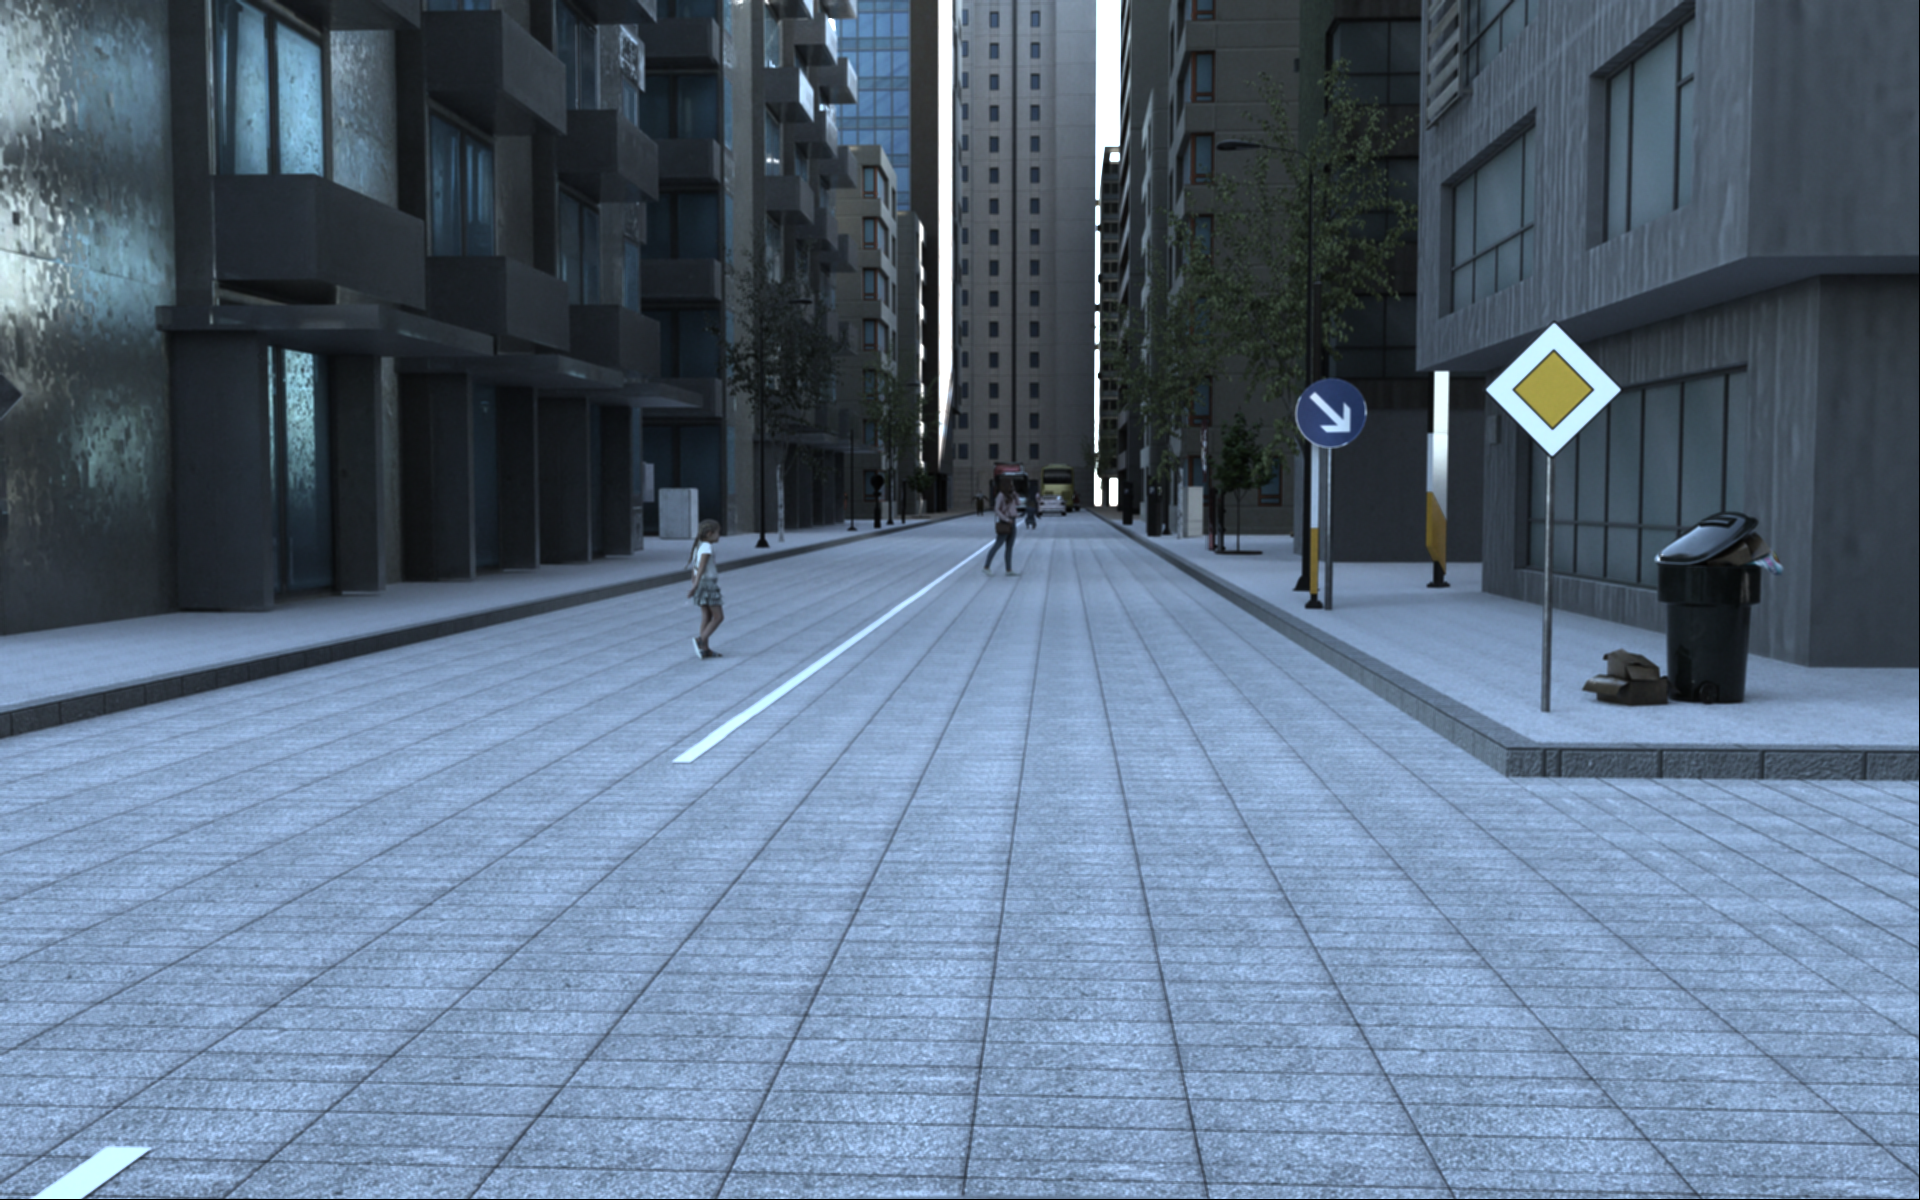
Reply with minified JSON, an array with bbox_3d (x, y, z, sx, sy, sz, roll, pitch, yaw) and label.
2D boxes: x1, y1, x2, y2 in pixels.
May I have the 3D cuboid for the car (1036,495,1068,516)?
[{"bbox_3d":[6.135,-6.300,115.367,2.083,1.381,4.827,0,4,3],"label":"car"}]

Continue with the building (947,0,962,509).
[{"bbox_3d":[-13.512,-34.103,146.828,27.495,52.752,28.713,0,4,3],"label":"building"}]

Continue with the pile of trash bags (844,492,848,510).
[{"bbox_3d":[-7.169,-4.596,84.897,3.447,1.369,1.912,1,4,11],"label":"pile of trash bags"}]

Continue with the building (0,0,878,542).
[{"bbox_3d":[-15.834,-27.193,64.221,23.786,49.044,30.456,0,4,3],"label":"building"}]

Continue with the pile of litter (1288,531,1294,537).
[{"bbox_3d":[10.311,-2.295,51.492,1.176,0.858,1.719,2,4,33],"label":"pile of litter"}]

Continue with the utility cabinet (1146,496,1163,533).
[{"bbox_3d":[6.372,-2.792,56.817,0.306,1.237,1.020,-1,4,-9],"label":"utility cabinet"}]

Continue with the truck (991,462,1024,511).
[{"bbox_3d":[4.341,-10.126,154.471,2.839,4.237,11.283,0,4,3],"label":"truck"}]

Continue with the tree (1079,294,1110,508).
[{"bbox_3d":[6.036,-6.045,49.205,4.737,8.622,4.395,0,3,0],"label":"tree"}]

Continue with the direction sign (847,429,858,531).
[{"bbox_3d":[-3.787,-4.207,60.778,0.379,3.537,0.876,0,4,-5],"label":"direction sign"}]

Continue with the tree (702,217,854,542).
[{"bbox_3d":[-4.786,-5.856,46.103,4.360,8.622,3.978,0,3,0],"label":"tree"}]

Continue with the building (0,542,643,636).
[{"bbox_3d":[-17.528,-24.848,25.871,23.786,49.044,30.456,0,4,3],"label":"building"}]

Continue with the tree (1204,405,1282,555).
[{"bbox_3d":[5.860,-2.593,37.000,1.663,3.219,1.824,0,3,0],"label":"tree"}]

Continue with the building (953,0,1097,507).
[{"bbox_3d":[-0.096,-39.011,179.828,28.212,58.520,21.231,0,4,3],"label":"building"}]

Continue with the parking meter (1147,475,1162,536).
[{"bbox_3d":[5.918,-2.870,52.637,0.399,1.863,0.255,3,5,43],"label":"parking meter"}]

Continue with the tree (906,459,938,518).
[{"bbox_3d":[-2.251,-6.082,94.048,1.663,3.219,1.824,0,3,0],"label":"tree"}]

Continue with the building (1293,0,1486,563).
[{"bbox_3d":[14.323,-16.295,38.117,14.160,30.474,14.107,0,4,3],"label":"building"}]

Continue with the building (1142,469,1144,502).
[{"bbox_3d":[20.916,-40.158,94.830,20.563,71.187,20.611,0,4,3],"label":"building"}]

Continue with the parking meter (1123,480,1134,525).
[{"bbox_3d":[7.027,-4.080,72.417,0.399,1.863,0.255,2,4,32],"label":"parking meter"}]

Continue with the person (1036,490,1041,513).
[{"bbox_3d":[5.551,-6.877,121.875,0.436,1.711,0.756,0,4,2],"label":"person"}]

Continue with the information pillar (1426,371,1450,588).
[{"bbox_3d":[6.543,-1.979,23.706,0.183,3.616,0.504,3,5,40],"label":"information pillar"}]

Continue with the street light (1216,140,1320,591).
[{"bbox_3d":[4.062,-3.079,22.878,1.470,5.913,1.316,0,4,3],"label":"street light"}]

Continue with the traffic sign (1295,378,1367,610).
[{"bbox_3d":[4.087,-1.164,19.130,0.768,2.556,0.104,1,4,13],"label":"traffic sign"}]

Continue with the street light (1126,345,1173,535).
[{"bbox_3d":[5.945,-4.989,54.114,1.470,5.913,1.316,0,4,3],"label":"street light"}]

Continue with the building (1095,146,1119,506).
[{"bbox_3d":[26.477,-30.076,183.623,23.993,40.220,32.217,0,4,3],"label":"building"}]

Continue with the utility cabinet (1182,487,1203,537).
[{"bbox_3d":[6.851,-2.618,51.487,0.318,1.500,1.173,2,4,30],"label":"utility cabinet"}]

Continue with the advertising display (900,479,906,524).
[{"bbox_3d":[-2.463,-4.269,75.017,0.123,1.923,0.974,-1,4,-8],"label":"advertising display"}]

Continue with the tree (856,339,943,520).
[{"bbox_3d":[-3.092,-8.121,83.148,4.737,8.622,4.395,0,3,0],"label":"tree"}]

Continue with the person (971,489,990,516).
[{"bbox_3d":[1.328,-6.347,113.010,1.217,1.736,0.721,-1,4,-10],"label":"person"}]

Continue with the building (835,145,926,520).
[{"bbox_3d":[-16.880,-15.666,101.182,27.650,21.520,28.899,0,4,3],"label":"building"}]

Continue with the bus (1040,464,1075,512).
[{"bbox_3d":[7.848,-9.047,139.461,2.896,3.916,12.252,0,4,3],"label":"bus"}]

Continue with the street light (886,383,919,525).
[{"bbox_3d":[-2.391,-6.117,72.558,1.470,5.913,1.316,0,4,3],"label":"street light"}]

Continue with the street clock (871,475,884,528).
[{"bbox_3d":[-3.115,-3.713,65.269,0.471,2.002,0.358,-3,4,-37],"label":"street clock"}]

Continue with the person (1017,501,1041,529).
[{"bbox_3d":[2.831,-3.509,71.376,1.012,1.151,0.738,0,4,4],"label":"person"}]

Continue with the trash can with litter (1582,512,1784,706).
[{"bbox_3d":[4.432,0.046,10.640,1.055,1.170,0.624,-1,4,-18],"label":"trash can with litter"}]

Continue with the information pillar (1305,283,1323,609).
[{"bbox_3d":[4.011,-1.722,19.504,0.183,3.616,0.504,1,4,13],"label":"information pillar"}]

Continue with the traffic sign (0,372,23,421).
[{"bbox_3d":[-6.178,-0.433,10.726,0.795,2.450,0.064,0,4,3],"label":"traffic sign"}]

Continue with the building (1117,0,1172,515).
[{"bbox_3d":[21.779,-30.174,117.050,21.300,48.544,21.600,0,4,3],"label":"building"}]

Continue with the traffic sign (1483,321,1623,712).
[{"bbox_3d":[3.449,-0.398,10.146,0.795,2.450,0.064,0,4,3],"label":"traffic sign"}]

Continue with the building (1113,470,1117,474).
[{"bbox_3d":[24.895,-32.005,142.896,23.786,49.044,30.456,0,4,3],"label":"building"}]

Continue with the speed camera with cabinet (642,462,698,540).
[{"bbox_3d":[-8.486,-3.357,49.228,2.038,3.252,0.660,1,4,16],"label":"speed camera with cabinet"}]

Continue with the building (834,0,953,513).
[{"bbox_3d":[-7.883,-28.840,121.640,14.600,45.320,14.200,0,4,3],"label":"building"}]

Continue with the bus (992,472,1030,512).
[{"bbox_3d":[4.292,-8.913,140.582,2.948,3.499,13.247,0,4,3],"label":"bus"}]

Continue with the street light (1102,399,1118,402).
[{"bbox_3d":[7.631,-6.874,84.924,1.470,5.913,1.316,0,4,3],"label":"street light"}]

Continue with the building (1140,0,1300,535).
[{"bbox_3d":[21.621,-13.604,67.463,27.650,21.520,28.899,0,4,3],"label":"building"}]

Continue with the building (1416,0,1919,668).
[{"bbox_3d":[12.425,-20.230,14.358,14.086,41.232,14.154,0,4,3],"label":"building"}]

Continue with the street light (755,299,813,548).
[{"bbox_3d":[-4.201,-4.209,41.355,1.470,5.913,1.316,0,4,3],"label":"street light"}]

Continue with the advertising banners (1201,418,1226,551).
[{"bbox_3d":[5.728,-2.635,39.269,0.090,3.025,2.074,0,4,-6],"label":"advertising banners"}]

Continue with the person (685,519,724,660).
[{"bbox_3d":[-2.279,-0.100,15.151,0.382,1.210,0.505,-2,4,-29],"label":"person"}]

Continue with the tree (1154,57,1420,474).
[{"bbox_3d":[5.669,-4.811,29.024,4.737,8.622,4.395,0,3,0],"label":"tree"}]

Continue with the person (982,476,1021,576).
[{"bbox_3d":[0.729,-1.301,30.357,0.643,1.750,0.593,2,4,26],"label":"person"}]

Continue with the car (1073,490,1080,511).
[{"bbox_3d":[9.256,-8.596,149.223,2.281,1.827,5.304,0,4,2],"label":"car"}]
